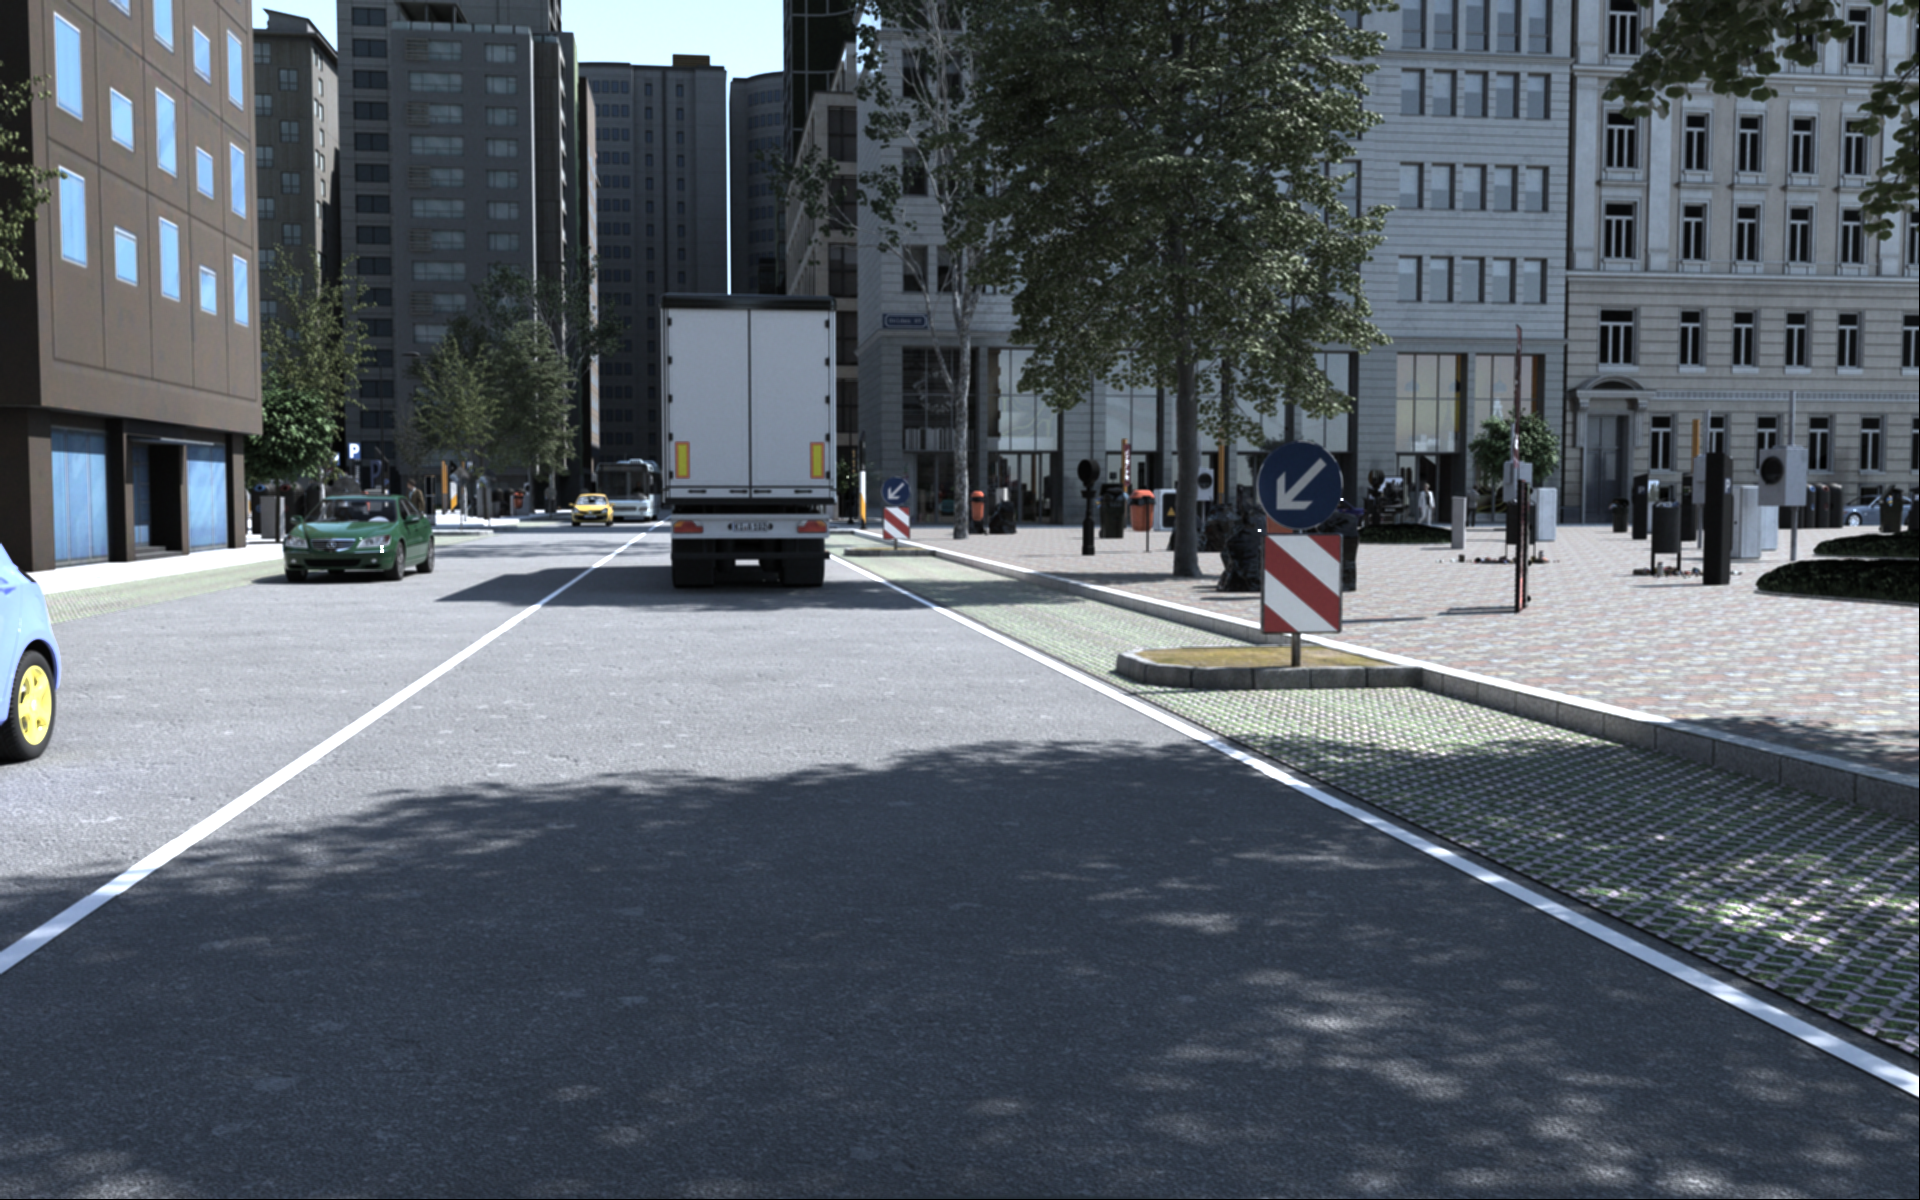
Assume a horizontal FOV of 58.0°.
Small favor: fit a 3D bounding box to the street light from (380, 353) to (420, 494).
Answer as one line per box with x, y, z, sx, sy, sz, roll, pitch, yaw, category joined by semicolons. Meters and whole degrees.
-18.424;-5.160;56.912;1.470;5.913;1.316;-1;4;-8;street light

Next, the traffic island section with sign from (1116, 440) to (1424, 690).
2.297;-0.301;13.549;1.989;1.847;2.006;-1;4;-8;traffic island section with sign

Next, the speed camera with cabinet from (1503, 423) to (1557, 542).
15.703;-3.265;47.726;0.660;3.252;2.038;-1;4;-10;speed camera with cabinet

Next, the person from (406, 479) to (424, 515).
-15.032;-2.396;47.589;0.656;1.842;0.836;-1;4;-10;person

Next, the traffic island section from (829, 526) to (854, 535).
-4.921;-2.448;62.314;2.009;0.180;2.903;-1;4;-8;traffic island section

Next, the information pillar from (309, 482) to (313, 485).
-38.449;-6.018;102.894;0.304;2.012;0.304;0;4;-5;information pillar

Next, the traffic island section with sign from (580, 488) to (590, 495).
-25.861;-6.791;119.664;1.989;1.847;2.006;-1;4;-8;traffic island section with sign

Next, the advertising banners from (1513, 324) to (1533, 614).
6.121;-1.387;18.866;0.090;3.025;2.074;1;4;23;advertising banners

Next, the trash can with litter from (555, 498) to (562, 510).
-32.064;-7.688;137.090;1.055;1.170;0.624;-3;5;-45;trash can with litter

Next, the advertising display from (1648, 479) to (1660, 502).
29.926;-4.264;74.928;0.974;1.923;0.123;-2;4;-35;advertising display

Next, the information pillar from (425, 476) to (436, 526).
-21.230;-3.972;69.434;0.304;2.012;0.304;0;4;5;information pillar

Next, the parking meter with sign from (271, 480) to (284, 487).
-35.614;-5.757;90.393;0.543;3.016;1.738;3;5;40;parking meter with sign

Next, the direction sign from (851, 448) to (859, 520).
-5.125;-5.715;85.443;0.379;3.537;0.876;2;4;27;direction sign

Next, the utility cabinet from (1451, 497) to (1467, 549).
11.742;-1.809;40.736;0.306;1.237;1.020;1;4;19;utility cabinet

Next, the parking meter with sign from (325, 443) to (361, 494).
-21.419;-3.870;59.542;1.738;3.016;0.543;2;4;28;parking meter with sign

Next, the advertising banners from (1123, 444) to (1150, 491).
6.244;-3.972;61.122;0.090;3.025;2.074;2;4;34;advertising banners

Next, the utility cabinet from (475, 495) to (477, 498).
-35.599;-7.208;129.019;1.020;1.237;0.306;-2;4;-33;utility cabinet

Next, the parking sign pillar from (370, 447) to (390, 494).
-32.868;-6.710;98.185;1.447;3.967;1.447;3;5;41;parking sign pillar

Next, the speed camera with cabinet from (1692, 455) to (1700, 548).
17.922;-2.794;40.018;0.660;3.252;2.038;-1;4;-23;speed camera with cabinet

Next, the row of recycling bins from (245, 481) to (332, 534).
-21.904;-2.960;55.511;3.534;1.692;1.069;0;4;-1;row of recycling bins

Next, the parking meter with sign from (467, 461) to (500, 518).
-25.557;-5.919;93.035;0.543;3.016;1.738;3;5;39;parking meter with sign

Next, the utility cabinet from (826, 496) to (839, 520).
-6.469;-4.684;87.739;0.306;1.237;1.020;-2;4;-27;utility cabinet

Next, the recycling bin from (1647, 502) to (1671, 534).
22.653;-2.669;56.189;0.722;1.027;0.722;1;4;17;recycling bin

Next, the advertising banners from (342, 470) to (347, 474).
-44.874;-7.889;125.178;0.090;3.025;2.074;0;4;-3;advertising banners

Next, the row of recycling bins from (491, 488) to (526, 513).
-30.745;-6.694;116.560;1.069;1.692;3.534;3;5;40;row of recycling bins

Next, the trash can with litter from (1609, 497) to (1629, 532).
22.159;-2.863;58.193;0.624;1.170;1.055;2;4;25;trash can with litter

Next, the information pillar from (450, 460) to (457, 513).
-34.627;-7.769;118.369;0.183;3.616;0.504;3;5;39;information pillar

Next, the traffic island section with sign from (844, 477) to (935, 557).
-1.679;-1.940;40.354;1.989;1.847;2.006;-1;4;-8;traffic island section with sign

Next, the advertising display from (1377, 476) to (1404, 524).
15.447;-3.489;62.257;0.974;1.923;0.123;1;4;9;advertising display

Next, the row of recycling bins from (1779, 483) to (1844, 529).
31.863;-3.535;64.903;3.534;1.692;1.069;-2;4;-34;row of recycling bins

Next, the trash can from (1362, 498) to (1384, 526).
14.626;-3.041;61.376;0.748;1.137;0.748;0;3;0;trash can

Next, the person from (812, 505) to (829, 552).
-3.575;-2.064;42.347;0.635;1.810;0.391;2;4;26;person

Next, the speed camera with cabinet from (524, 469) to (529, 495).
-35.306;-8.849;139.021;2.038;3.252;0.660;0;4;-6;speed camera with cabinet

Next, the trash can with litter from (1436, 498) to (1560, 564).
10.107;-1.311;32.491;2.233;1.210;1.678;1;4;17;trash can with litter

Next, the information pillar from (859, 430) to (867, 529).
-3.541;-4.380;62.961;0.183;3.616;0.504;1;4;13;information pillar

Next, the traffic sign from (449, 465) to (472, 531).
-17.405;-3.472;60.415;0.795;2.450;0.064;-1;4;-8;traffic sign

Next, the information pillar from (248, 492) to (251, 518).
-39.071;-6.321;94.705;0.504;3.616;0.183;-1;4;-16;information pillar

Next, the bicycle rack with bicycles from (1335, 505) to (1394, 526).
12.835;-2.666;56.978;2.852;0.926;2.925;3;5;41;bicycle rack with bicycles

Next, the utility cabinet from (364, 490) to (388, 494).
-29.722;-4.859;88.129;1.173;1.500;0.318;1;4;13;utility cabinet

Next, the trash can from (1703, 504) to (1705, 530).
25.747;-2.916;59.334;0.748;1.137;0.748;0;3;0;trash can

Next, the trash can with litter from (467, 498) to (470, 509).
-31.809;-6.168;112.227;1.055;1.170;0.624;1;4;9;trash can with litter

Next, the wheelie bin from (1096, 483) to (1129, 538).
4.451;-2.591;50.267;0.980;1.594;0.693;-1;4;-12;wheelie bin

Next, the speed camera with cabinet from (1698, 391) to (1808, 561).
15.515;-2.415;33.817;0.660;3.252;2.038;-1;4;-20;speed camera with cabinet

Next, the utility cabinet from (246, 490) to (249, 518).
-38.596;-5.142;92.744;1.173;1.500;0.318;2;4;30;utility cabinet

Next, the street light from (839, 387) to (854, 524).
-5.203;-6.187;73.694;1.470;5.913;1.316;-1;4;-8;street light

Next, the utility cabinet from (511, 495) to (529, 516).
-25.837;-5.536;101.672;1.020;1.237;0.306;-2;4;-28;utility cabinet

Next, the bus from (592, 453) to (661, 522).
-17.368;-5.892;91.199;2.948;3.499;13.247;0;4;-7;bus

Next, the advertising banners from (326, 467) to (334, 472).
-41.381;-7.071;111.795;2.074;3.025;0.090;0;4;6;advertising banners

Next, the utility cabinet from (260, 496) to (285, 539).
-19.780;-2.367;49.863;1.020;1.237;0.306;3;5;45;utility cabinet

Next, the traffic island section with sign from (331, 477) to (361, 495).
-13.986;-1.880;39.368;1.989;1.847;2.006;-1;4;-8;traffic island section with sign

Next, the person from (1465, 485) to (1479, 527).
20.029;-3.618;67.832;0.592;1.802;0.473;1;4;20;person

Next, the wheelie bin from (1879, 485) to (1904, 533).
30.911;-3.031;57.467;0.693;1.594;0.980;1;4;17;wheelie bin

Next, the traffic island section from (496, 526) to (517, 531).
-18.597;-2.819;68.373;2.009;0.180;2.903;-1;4;-8;traffic island section

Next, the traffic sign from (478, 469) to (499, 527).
-18.575;-3.955;68.314;0.795;2.450;0.064;-1;4;-8;traffic sign

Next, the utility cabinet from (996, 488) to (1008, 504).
1.444;-3.173;60.558;0.318;1.500;1.173;0;4;7;utility cabinet

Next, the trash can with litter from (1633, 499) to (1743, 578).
11.601;-1.003;27.464;2.233;1.210;1.678;-1;4;-18;trash can with litter

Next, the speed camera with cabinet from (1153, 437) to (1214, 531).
7.737;-4.014;59.966;2.038;3.252;0.660;-1;4;-16;speed camera with cabinet

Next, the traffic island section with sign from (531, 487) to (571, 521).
-21.883;-5.146;92.759;1.989;1.847;2.006;-1;4;-8;traffic island section with sign

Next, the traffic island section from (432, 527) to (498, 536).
-17.428;-2.336;60.473;2.009;0.180;2.903;-1;4;-8;traffic island section
